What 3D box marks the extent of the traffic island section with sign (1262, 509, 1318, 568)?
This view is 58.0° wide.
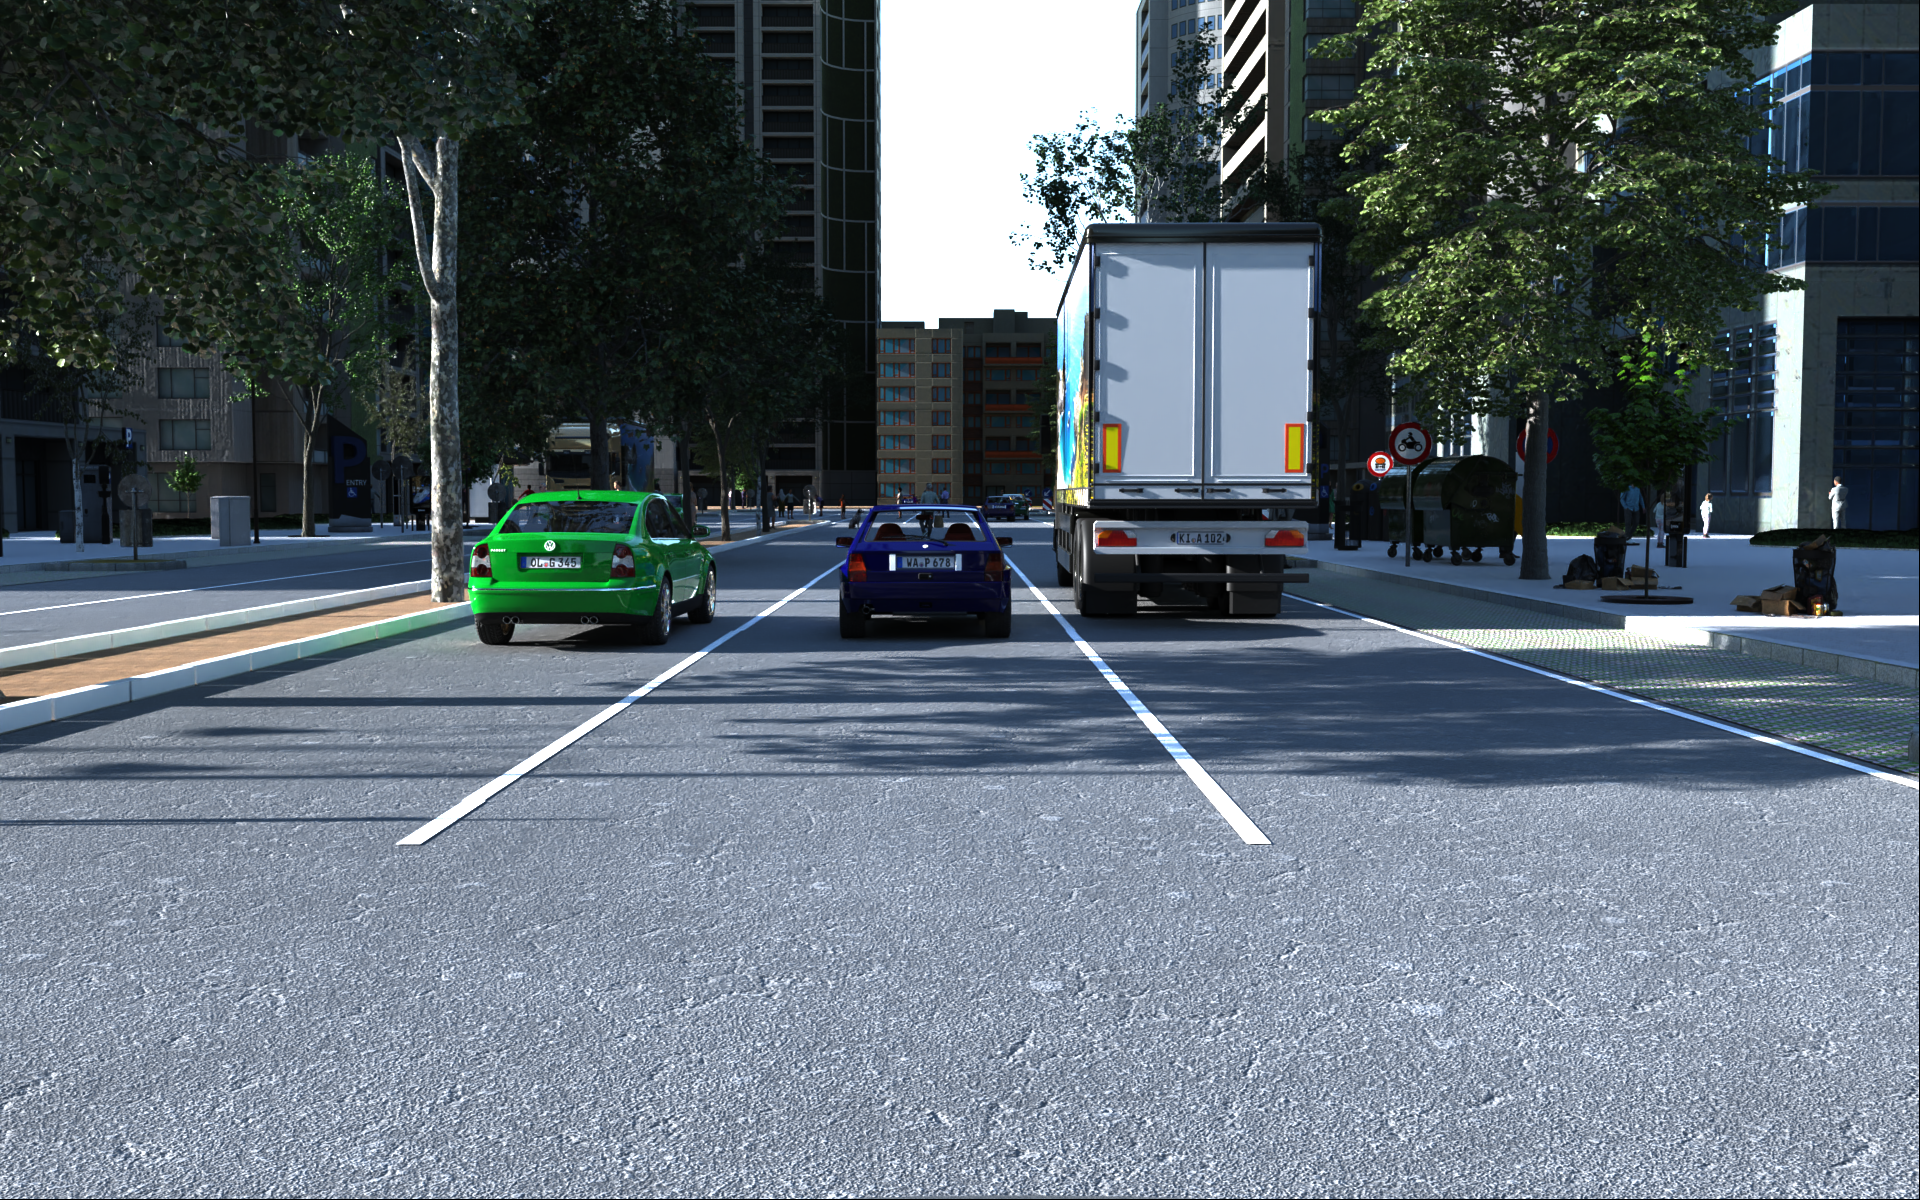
[{"bbox_3d":[5.915,-1.572,34.335,1.989,1.847,2.006,0,4,0],"label":"traffic island section with sign"}]

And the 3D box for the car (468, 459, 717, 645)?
[{"bbox_3d":[-3.652,-0.553,17.844,1.959,1.807,4.718,0,4,1],"label":"car"}]

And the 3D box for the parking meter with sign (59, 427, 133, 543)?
[{"bbox_3d":[-22.628,-3.000,45.318,1.738,3.016,0.543,-1,4,-8],"label":"parking meter with sign"}]

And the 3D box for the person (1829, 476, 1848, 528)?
[{"bbox_3d":[25.692,-2.722,50.724,0.511,1.800,0.466,-2,4,-23],"label":"person"}]

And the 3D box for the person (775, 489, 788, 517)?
[{"bbox_3d":[-10.998,-5.991,107.188,1.217,1.736,0.721,2,4,28],"label":"person"}]

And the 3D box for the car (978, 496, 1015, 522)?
[{"bbox_3d":[1.957,-4.807,91.176,1.945,1.354,3.894,0,4,-2],"label":"car"}]

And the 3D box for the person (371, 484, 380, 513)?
[{"bbox_3d":[-30.780,-5.158,90.457,0.705,1.814,1.350,3,4,38],"label":"person"}]

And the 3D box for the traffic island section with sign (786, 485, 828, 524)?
[{"bbox_3d":[-7.265,-4.586,83.113,2.006,1.907,1.989,0,4,0],"label":"traffic island section with sign"}]

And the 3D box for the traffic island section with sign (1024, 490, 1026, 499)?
[{"bbox_3d":[5.260,-7.899,137.783,1.989,1.847,2.006,0,4,0],"label":"traffic island section with sign"}]

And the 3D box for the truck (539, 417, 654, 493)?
[{"bbox_3d":[-13.502,-4.667,65.219,2.839,4.237,11.283,0,4,-2],"label":"truck"}]

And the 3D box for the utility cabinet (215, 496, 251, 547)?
[{"bbox_3d":[-17.943,-1.938,42.842,0.306,1.237,1.020,0,4,6],"label":"utility cabinet"}]

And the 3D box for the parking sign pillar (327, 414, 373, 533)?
[{"bbox_3d":[-20.584,-4.275,58.376,1.447,3.967,1.447,-3,5,-39],"label":"parking sign pillar"}]

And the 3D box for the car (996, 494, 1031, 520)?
[{"bbox_3d":[2.943,-5.211,97.000,2.131,1.459,4.920,0,4,2],"label":"car"}]

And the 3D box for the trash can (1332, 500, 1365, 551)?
[{"bbox_3d":[8.862,-1.706,39.541,0.748,1.137,0.748,0,3,0],"label":"trash can"}]

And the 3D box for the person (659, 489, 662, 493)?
[{"bbox_3d":[-23.292,-7.806,134.456,1.217,1.735,0.721,1,4,14],"label":"person"}]

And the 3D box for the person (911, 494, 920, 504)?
[{"bbox_3d":[-3.492,-7.540,134.997,0.991,1.433,0.599,-3,5,-44],"label":"person"}]

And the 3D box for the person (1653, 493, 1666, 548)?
[{"bbox_3d":[16.743,-1.894,41.295,0.394,1.301,0.425,-3,5,-43],"label":"person"}]

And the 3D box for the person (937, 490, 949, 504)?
[{"bbox_3d":[-1.429,-7.505,131.994,1.217,1.735,0.721,-1,4,-9],"label":"person"}]

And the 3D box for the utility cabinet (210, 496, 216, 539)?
[{"bbox_3d":[-20.845,-2.343,49.477,1.020,1.237,0.306,0,4,3],"label":"utility cabinet"}]

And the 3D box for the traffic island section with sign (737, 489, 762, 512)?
[{"bbox_3d":[-16.546,-7.860,137.145,1.989,1.847,2.006,0,4,0],"label":"traffic island section with sign"}]

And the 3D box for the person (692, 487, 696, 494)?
[{"bbox_3d":[-19.127,-7.219,124.087,0.705,1.822,1.348,0,4,6],"label":"person"}]

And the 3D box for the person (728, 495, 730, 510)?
[{"bbox_3d":[-19.138,-8.302,142.468,0.721,1.739,1.217,1,4,13],"label":"person"}]

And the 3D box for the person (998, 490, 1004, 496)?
[{"bbox_3d":[3.283,-7.769,136.076,0.990,1.755,0.434,0,4,3],"label":"person"}]

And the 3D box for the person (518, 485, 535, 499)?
[{"bbox_3d":[-24.791,-5.735,99.745,1.348,1.831,0.705,-1,4,-9],"label":"person"}]

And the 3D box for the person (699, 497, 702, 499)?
[{"bbox_3d":[-23.654,-9.331,159.056,0.568,1.767,0.683,0,4,-6],"label":"person"}]

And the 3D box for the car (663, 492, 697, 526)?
[{"bbox_3d":[-10.530,-3.254,61.991,1.959,1.807,4.718,0,4,-1],"label":"car"}]

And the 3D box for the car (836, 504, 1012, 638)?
[{"bbox_3d":[-0.380,-0.368,18.605,1.945,1.354,3.894,0,4,-1],"label":"car"}]

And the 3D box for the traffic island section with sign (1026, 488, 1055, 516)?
[{"bbox_3d":[5.434,-6.251,110.829,1.989,1.847,2.006,0,4,0],"label":"traffic island section with sign"}]

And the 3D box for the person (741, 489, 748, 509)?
[{"bbox_3d":[-18.904,-8.902,152.046,0.568,1.767,0.683,-2,4,-32],"label":"person"}]

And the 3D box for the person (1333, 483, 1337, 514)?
[{"bbox_3d":[14.615,-3.722,67.244,0.599,1.781,0.374,0,4,7],"label":"person"}]

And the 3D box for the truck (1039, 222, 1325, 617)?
[{"bbox_3d":[2.622,-2.117,23.528,2.839,4.237,11.283,0,4,1],"label":"truck"}]

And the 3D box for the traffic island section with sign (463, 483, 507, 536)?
[{"bbox_3d":[-16.074,-3.131,59.822,1.989,1.847,2.006,0,4,0],"label":"traffic island section with sign"}]

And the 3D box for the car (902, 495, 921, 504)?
[{"bbox_3d":[-4.420,-8.468,151.031,1.945,1.354,3.894,0,4,1],"label":"car"}]

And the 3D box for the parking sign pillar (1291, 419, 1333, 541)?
[{"bbox_3d":[9.710,-3.665,48.388,1.447,3.967,1.447,-2,4,-35],"label":"parking sign pillar"}]

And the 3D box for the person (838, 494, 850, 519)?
[{"bbox_3d":[-6.759,-5.431,100.550,0.557,1.426,1.065,3,4,36],"label":"person"}]

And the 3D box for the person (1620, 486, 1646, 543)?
[{"bbox_3d":[17.690,-2.421,45.648,0.660,1.820,0.620,-1,4,-17],"label":"person"}]

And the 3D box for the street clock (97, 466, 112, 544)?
[{"bbox_3d":[-21.886,-2.432,44.326,0.358,2.002,0.471,-2,4,-28],"label":"street clock"}]

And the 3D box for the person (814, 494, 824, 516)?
[{"bbox_3d":[-9.075,-6.114,111.702,0.697,1.427,0.421,-2,4,-28],"label":"person"}]

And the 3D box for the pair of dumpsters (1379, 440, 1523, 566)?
[{"bbox_3d":[9.287,-1.863,32.946,1.574,2.255,4.437,0,4,0],"label":"pair of dumpsters"}]

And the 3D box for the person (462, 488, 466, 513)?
[{"bbox_3d":[-30.186,-6.010,105.776,0.593,1.643,0.415,-2,4,-26],"label":"person"}]

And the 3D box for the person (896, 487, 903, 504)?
[{"bbox_3d":[-3.542,-5.656,100.978,0.705,1.824,1.348,0,4,8],"label":"person"}]

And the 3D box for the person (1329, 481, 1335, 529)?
[{"bbox_3d":[13.319,-3.450,62.693,0.600,1.795,0.529,-1,4,-22],"label":"person"}]

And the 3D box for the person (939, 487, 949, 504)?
[{"bbox_3d":[-0.971,-5.872,104.378,0.709,1.838,0.599,-3,4,-36],"label":"person"}]

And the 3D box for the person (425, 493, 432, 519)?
[{"bbox_3d":[-27.500,-5.093,89.308,0.705,1.824,1.348,0,4,7],"label":"person"}]

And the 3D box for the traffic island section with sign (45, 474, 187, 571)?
[{"bbox_3d":[-15.896,-1.483,32.867,1.989,1.847,2.006,0,4,0],"label":"traffic island section with sign"}]

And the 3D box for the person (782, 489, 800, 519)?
[{"bbox_3d":[-9.712,-5.522,99.580,1.217,1.735,0.721,-3,5,-39],"label":"person"}]

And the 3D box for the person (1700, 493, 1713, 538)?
[{"bbox_3d":[21.922,-2.476,50.803,0.394,1.301,0.425,-3,4,-38],"label":"person"}]

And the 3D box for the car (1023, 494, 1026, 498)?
[{"bbox_3d":[4.956,-8.543,149.907,2.015,1.641,3.980,0,4,-2],"label":"car"}]

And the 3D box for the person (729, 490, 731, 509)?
[{"bbox_3d":[-19.973,-8.845,151.592,0.436,1.711,0.756,-1,4,-19],"label":"person"}]

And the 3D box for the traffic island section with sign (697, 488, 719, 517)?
[{"bbox_3d":[-16.388,-6.212,110.190,1.989,1.847,2.006,0,4,0],"label":"traffic island section with sign"}]
